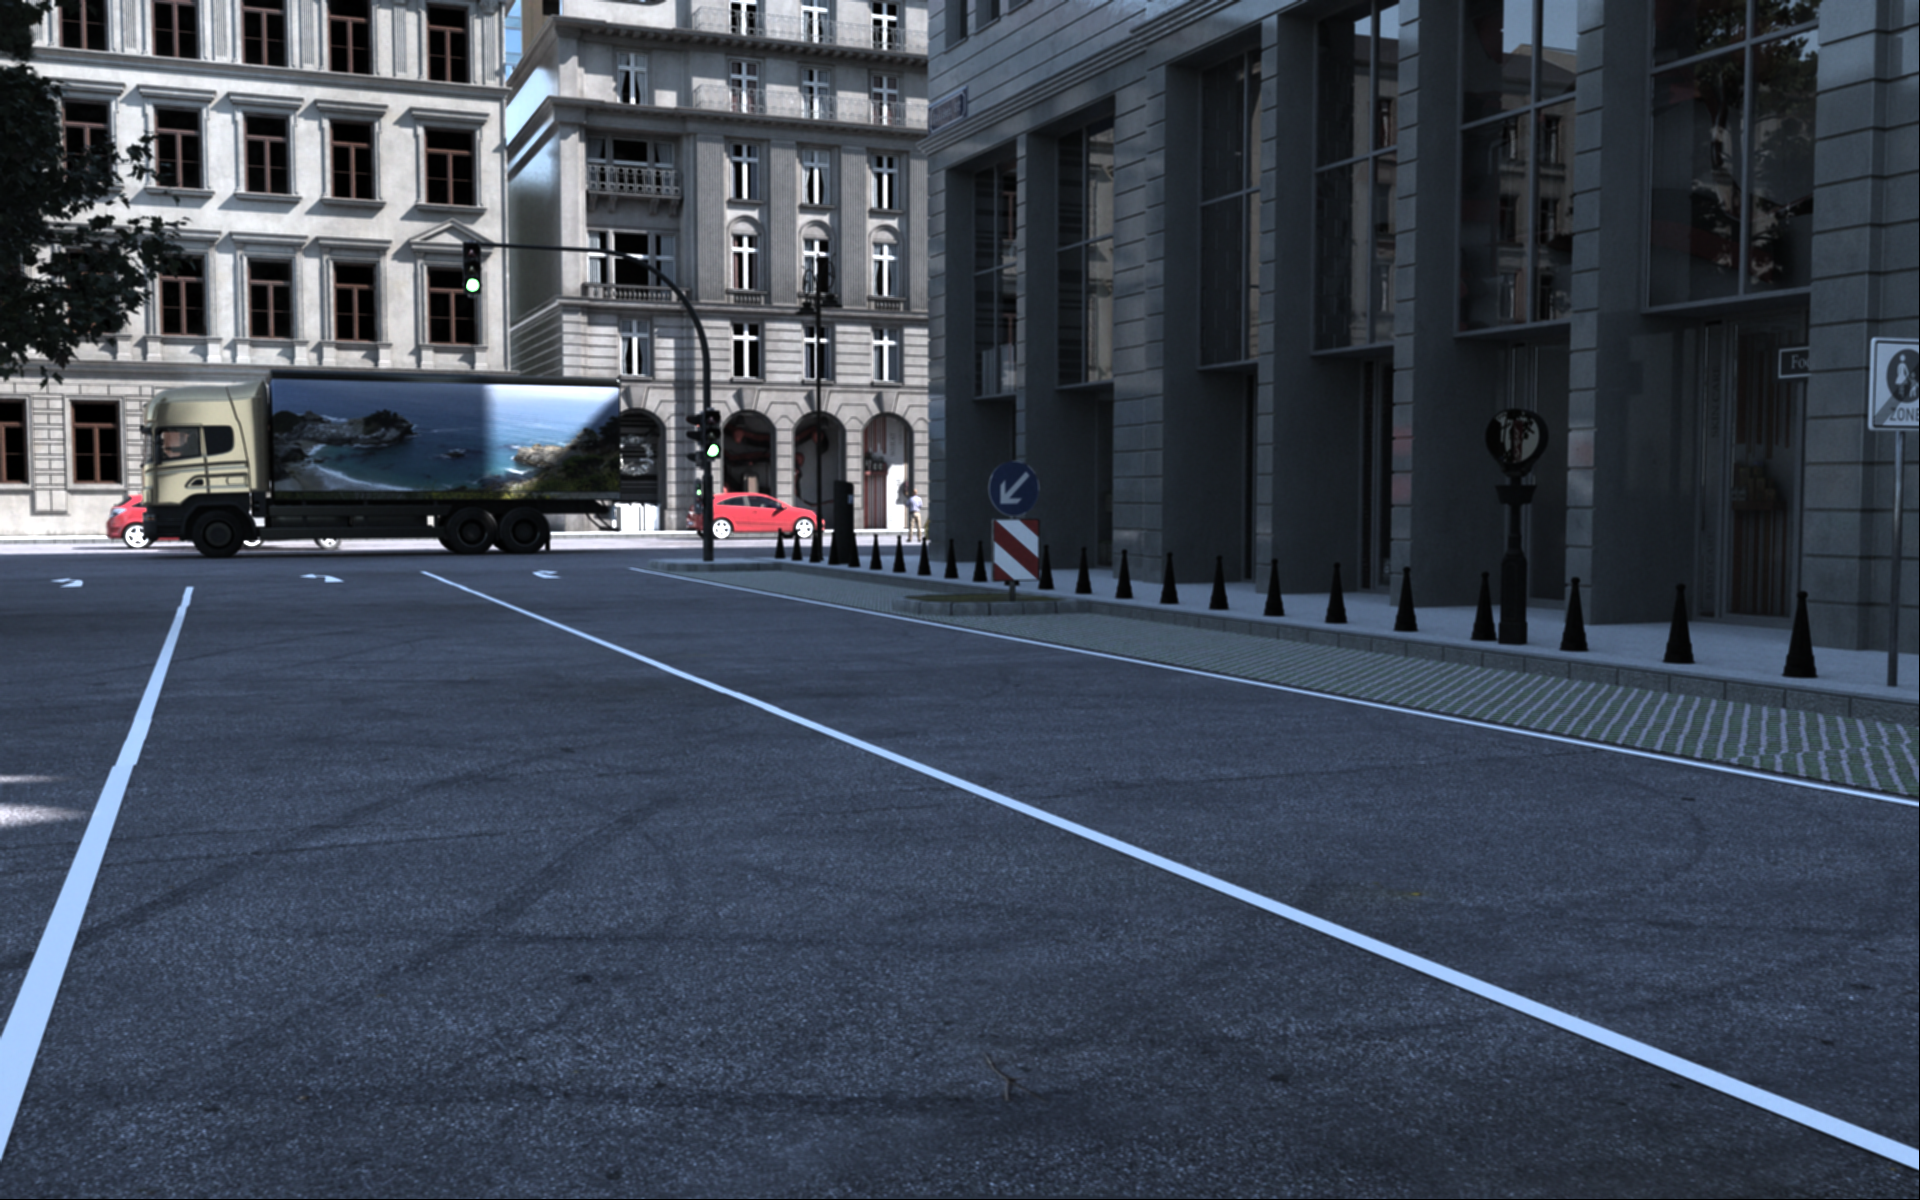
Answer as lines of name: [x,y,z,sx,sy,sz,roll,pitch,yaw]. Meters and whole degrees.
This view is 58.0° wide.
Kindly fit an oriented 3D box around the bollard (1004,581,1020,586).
bollard: [0.730,-0.509,24.359,0.229,0.601,0.229,0,3,0]

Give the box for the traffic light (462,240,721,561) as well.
traffic light: [-6.736,-3.511,32.072,4.771,5.953,1.251,-1,4,-23]

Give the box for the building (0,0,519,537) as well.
building: [-25.889,-13.549,57.690,21.152,22.565,11.583,-1,4,-23]

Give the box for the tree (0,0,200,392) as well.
tree: [-12.519,-5.924,16.326,9.611,12.733,9.660,0,3,0]

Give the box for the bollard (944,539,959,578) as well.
bollard: [-0.132,-0.634,26.401,0.229,0.601,0.229,0,3,0]

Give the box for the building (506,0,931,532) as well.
building: [-4.890,-13.786,67.204,24.055,21.916,13.314,-1,4,-23]

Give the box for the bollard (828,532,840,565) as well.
bollard: [-2.294,-0.944,31.480,0.229,0.601,0.229,0,3,0]

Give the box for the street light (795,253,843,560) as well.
street light: [-2.719,-3.704,33.346,0.468,5.910,1.993,-1,4,-23]

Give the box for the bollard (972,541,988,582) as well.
bollard: [0.294,-0.572,25.386,0.229,0.601,0.229,0,3,0]

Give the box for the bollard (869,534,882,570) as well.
bollard: [-1.430,-0.820,29.452,0.229,0.601,0.229,0,3,0]

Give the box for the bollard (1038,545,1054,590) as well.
bollard: [1.161,-0.447,23.344,0.229,0.601,0.229,0,3,0]

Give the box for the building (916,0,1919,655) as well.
building: [10.092,-14.889,20.926,11.434,29.767,29.804,-1,4,-23]

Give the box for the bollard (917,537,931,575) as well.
bollard: [-0.566,-0.696,27.414,0.229,0.601,0.229,0,3,0]

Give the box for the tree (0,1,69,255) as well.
tree: [-16.973,-7.012,24.531,7.806,13.903,7.818,0,3,0]

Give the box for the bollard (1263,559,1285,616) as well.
bollard: [3.316,-0.136,18.267,0.229,0.601,0.229,0,3,0]

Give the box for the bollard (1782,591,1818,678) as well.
bollard: [5.908,0.237,12.164,0.229,0.601,0.229,0,3,0]

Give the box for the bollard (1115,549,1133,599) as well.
bollard: [2.023,-0.323,21.317,0.229,0.601,0.229,0,3,0]

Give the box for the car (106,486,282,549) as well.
car: [-20.329,-2.276,46.254,4.494,1.783,2.155,-1,4,-22]

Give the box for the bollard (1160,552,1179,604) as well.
bollard: [2.455,-0.260,20.297,0.229,0.601,0.229,0,3,0]

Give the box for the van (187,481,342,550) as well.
van: [-17.693,-2.293,44.501,4.112,2.044,2.013,-1,4,-23]

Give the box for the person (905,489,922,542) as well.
person: [-1.385,-2.537,52.038,0.516,1.574,0.319,-1,4,-17]

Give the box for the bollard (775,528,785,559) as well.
bollard: [-3.587,-1.130,34.524,0.229,0.601,0.229,0,3,0]

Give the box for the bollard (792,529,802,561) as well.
bollard: [-3.153,-1.068,33.508,0.229,0.601,0.229,0,3,0]

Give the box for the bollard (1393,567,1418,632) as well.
bollard: [4.183,-0.012,16.234,0.229,0.601,0.229,0,3,0]

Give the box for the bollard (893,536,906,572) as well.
bollard: [-0.997,-0.758,28.427,0.229,0.601,0.229,0,3,0]

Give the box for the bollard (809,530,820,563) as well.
bollard: [-2.723,-1.006,32.494,0.229,0.601,0.229,0,3,0]

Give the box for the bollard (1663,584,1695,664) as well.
bollard: [5.476,0.175,13.177,0.229,0.601,0.229,0,3,0]

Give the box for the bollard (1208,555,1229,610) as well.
bollard: [2.885,-0.198,19.282,0.229,0.601,0.229,0,3,0]

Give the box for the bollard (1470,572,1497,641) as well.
bollard: [4.609,0.050,15.218,0.229,0.601,0.229,0,3,0]

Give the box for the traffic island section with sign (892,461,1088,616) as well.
traffic island section with sign: [0.251,-0.770,21.215,1.989,1.847,2.006,-1,4,-23]

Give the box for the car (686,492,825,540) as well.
car: [-6.528,-2.854,55.704,4.494,1.783,2.155,-2,4,-25]

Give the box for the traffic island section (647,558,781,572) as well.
traffic island section: [-4.804,-0.665,33.151,2.009,0.180,2.903,-1,4,-23]

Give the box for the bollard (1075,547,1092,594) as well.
bollard: [1.595,-0.385,22.332,0.229,0.601,0.229,0,3,0]

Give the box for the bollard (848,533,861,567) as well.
bollard: [-1.863,-0.882,30.464,0.229,0.601,0.229,0,3,0]

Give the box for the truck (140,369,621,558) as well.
truck: [-13.825,-3.176,40.840,11.283,4.237,2.839,-2,4,-23]

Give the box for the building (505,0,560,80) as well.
building: [-34.682,-29.277,128.790,14.600,45.320,14.200,-1,4,-23]

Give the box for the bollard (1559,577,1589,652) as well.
bollard: [5.041,0.113,14.201,0.229,0.601,0.229,0,3,0]

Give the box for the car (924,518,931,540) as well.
car: [1.099,-2.071,44.091,3.980,1.641,2.015,-2,4,-23]

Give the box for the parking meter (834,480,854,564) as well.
parking meter: [-2.143,-1.439,31.936,0.372,1.533,0.369,0,3,0]

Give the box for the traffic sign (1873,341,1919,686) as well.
traffic sign: [6.223,-0.572,11.489,0.606,2.300,0.079,-1,4,-20]

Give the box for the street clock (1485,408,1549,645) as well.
street clock: [4.735,-0.624,14.777,0.471,2.002,0.358,3,4,36]

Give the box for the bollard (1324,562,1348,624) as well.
bollard: [3.749,-0.074,17.246,0.229,0.601,0.229,0,3,0]
